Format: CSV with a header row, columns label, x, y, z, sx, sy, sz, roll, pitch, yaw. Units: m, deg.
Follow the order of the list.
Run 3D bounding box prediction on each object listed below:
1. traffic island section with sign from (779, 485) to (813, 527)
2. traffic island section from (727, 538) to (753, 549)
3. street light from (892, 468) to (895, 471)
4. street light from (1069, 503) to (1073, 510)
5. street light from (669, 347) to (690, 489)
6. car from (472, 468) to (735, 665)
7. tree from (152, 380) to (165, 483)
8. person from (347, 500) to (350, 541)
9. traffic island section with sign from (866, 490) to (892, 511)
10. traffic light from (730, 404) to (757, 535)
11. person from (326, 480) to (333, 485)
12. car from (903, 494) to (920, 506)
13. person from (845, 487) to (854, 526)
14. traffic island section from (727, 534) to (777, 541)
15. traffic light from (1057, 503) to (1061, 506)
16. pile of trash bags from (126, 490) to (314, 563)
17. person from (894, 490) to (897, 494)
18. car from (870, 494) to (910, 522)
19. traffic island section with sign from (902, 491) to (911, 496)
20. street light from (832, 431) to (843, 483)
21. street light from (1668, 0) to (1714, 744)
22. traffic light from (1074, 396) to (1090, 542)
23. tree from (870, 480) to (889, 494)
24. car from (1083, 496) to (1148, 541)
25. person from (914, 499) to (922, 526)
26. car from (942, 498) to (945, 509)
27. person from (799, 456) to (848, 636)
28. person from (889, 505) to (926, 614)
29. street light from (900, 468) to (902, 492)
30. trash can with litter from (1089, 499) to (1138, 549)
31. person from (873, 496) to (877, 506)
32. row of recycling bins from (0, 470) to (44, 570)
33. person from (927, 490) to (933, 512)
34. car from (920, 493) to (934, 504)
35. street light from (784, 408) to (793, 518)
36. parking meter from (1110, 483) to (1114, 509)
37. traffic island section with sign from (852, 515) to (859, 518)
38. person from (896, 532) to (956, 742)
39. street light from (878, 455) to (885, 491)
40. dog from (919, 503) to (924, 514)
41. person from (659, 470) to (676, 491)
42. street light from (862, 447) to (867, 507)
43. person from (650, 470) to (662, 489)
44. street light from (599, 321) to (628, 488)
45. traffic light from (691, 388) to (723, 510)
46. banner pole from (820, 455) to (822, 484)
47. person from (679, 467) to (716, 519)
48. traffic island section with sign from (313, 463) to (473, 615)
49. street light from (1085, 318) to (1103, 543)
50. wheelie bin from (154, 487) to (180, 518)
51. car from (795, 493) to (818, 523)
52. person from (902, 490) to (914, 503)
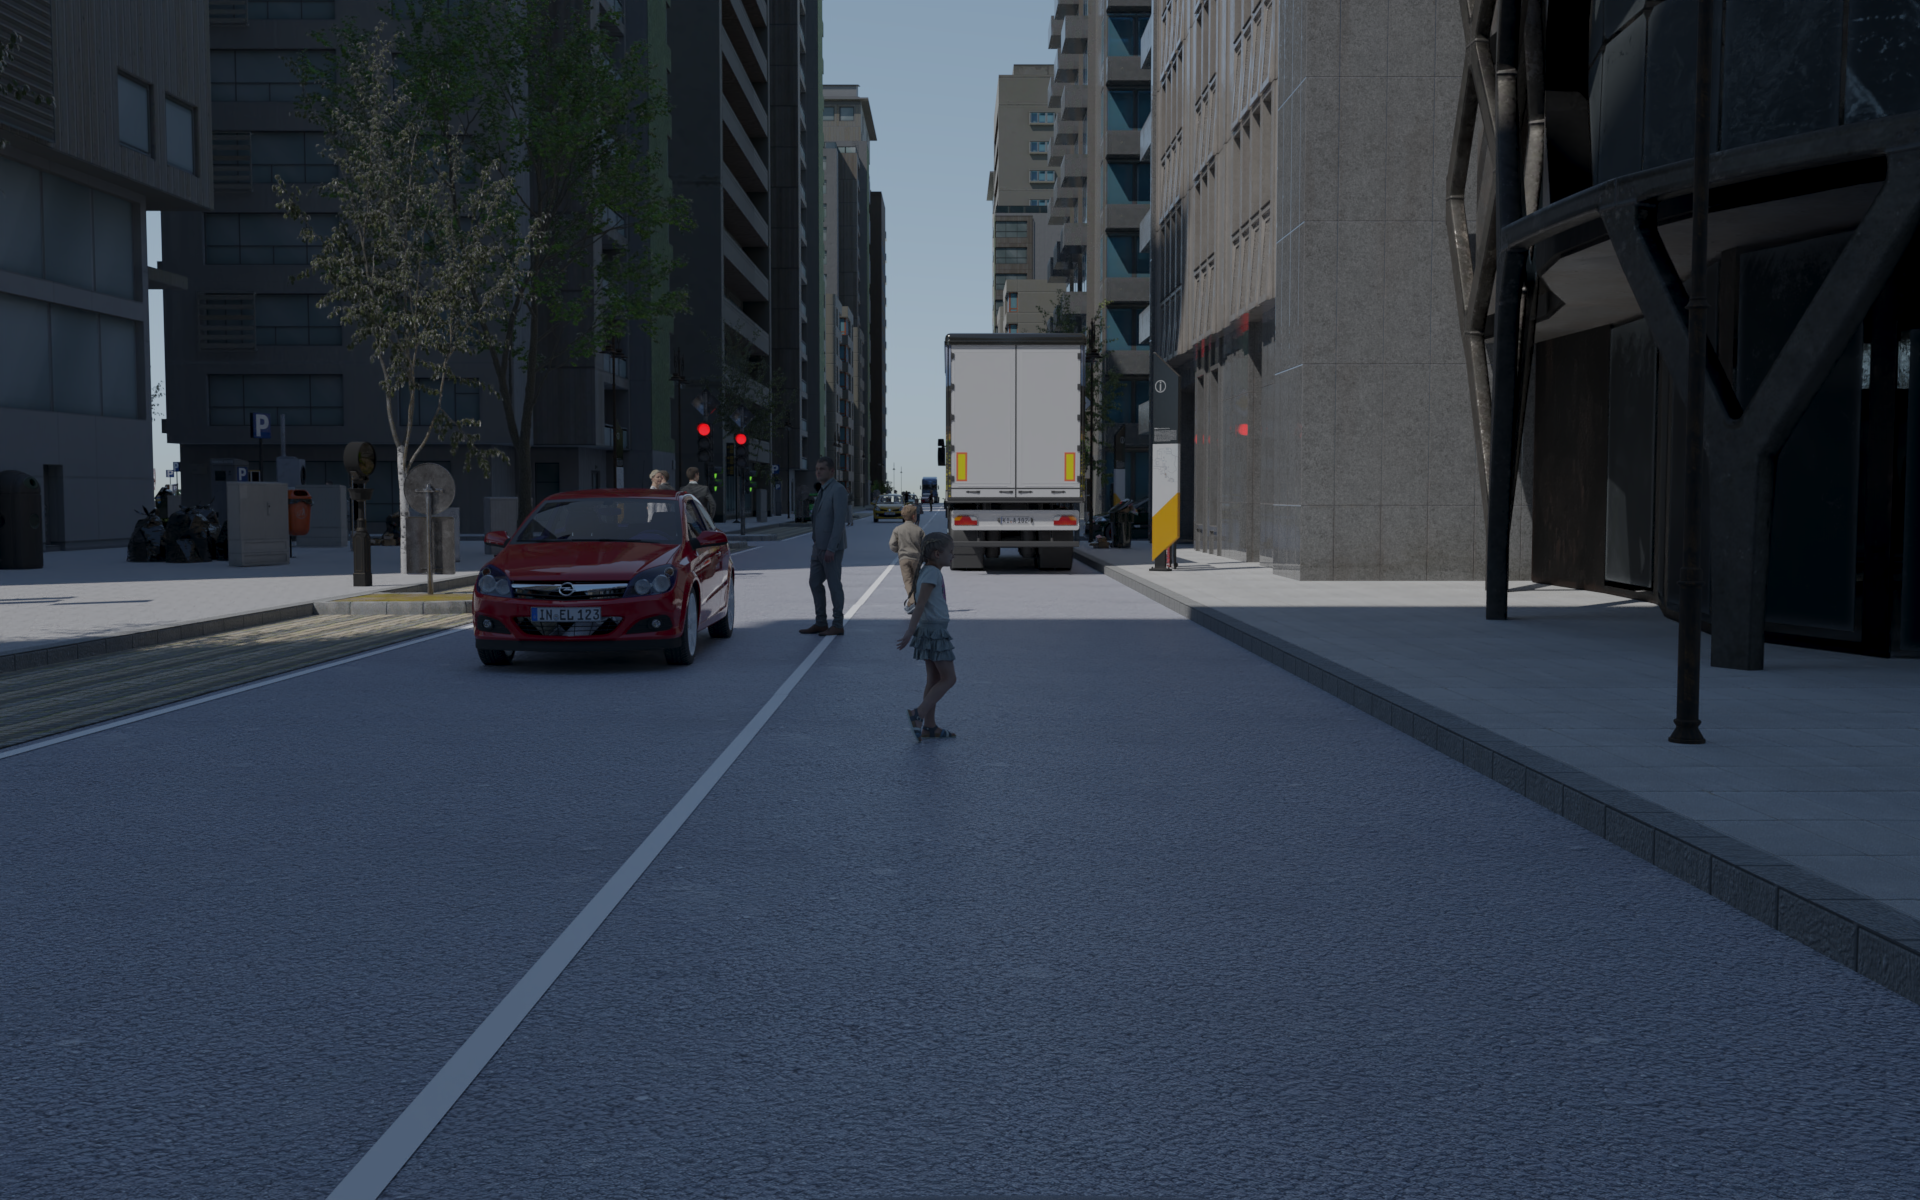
label,x,y,z,sx,sy,sz,roll,pitch,yaw
traffic island section with sign,-6.894,-4.131,76.170,1.989,1.847,2.006,0,4,0
traffic island section,-6.759,-1.455,46.063,2.009,0.180,2.903,0,4,0
street light,-9.558,-17.013,250.949,0.468,5.910,1.993,0,4,0
street light,3.566,-5.063,55.569,0.468,5.910,1.993,0,4,0
street light,-8.829,-5.002,54.570,0.468,5.910,1.993,0,4,0
car,-3.145,-0.416,15.845,2.155,1.783,4.494,0,4,-1
tree,-33.230,-7.167,67.542,4.737,8.622,4.395,0,3,0
person,-17.476,-2.326,49.127,0.523,1.515,0.503,-2,4,-24
traffic island section with sign,-7.213,-8.749,151.673,1.989,1.847,2.006,0,4,0
traffic light,-6.753,-3.975,53.914,0.839,4.253,0.868,0,4,0
person,-18.723,-2.648,51.659,0.638,1.841,0.748,-3,4,-37
car,-4.526,-8.895,155.215,2.009,1.686,4.222,0,4,1
person,-5.031,-4.214,77.952,0.362,1.759,0.519,-3,5,-44
traffic island section,-6.793,-1.943,54.048,2.009,0.180,2.903,0,4,0
traffic light,3.058,-3.979,53.971,0.839,4.253,0.868,0,4,0
pile of trash bags,-14.190,-1.461,33.640,1.912,1.369,3.447,3,4,39
person,-3.966,-5.933,106.506,0.522,1.701,0.512,-1,4,-19
car,-3.568,-4.798,88.678,2.015,1.641,3.980,0,4,-1
traffic island section with sign,-7.691,-15.573,263.250,1.989,1.847,2.006,0,4,0
street light,-9.123,-9.659,130.705,0.468,5.910,1.993,0,4,0
street light,3.761,-2.201,8.781,0.468,5.910,1.993,0,4,0
traffic light,3.092,-3.490,45.986,0.839,4.253,0.868,0,4,0
tree,-10.100,-13.326,212.476,1.663,3.219,1.824,0,3,0
car,5.681,-2.470,50.172,4.222,1.686,2.009,0,4,-1
person,-1.719,-3.505,70.491,0.332,1.250,0.352,1,4,12
car,-0.689,-9.519,165.423,2.009,1.686,4.222,0,3,0
person,-1.334,-0.548,17.565,0.391,1.810,0.635,-2,4,-32
person,-0.619,-0.488,20.747,0.475,1.303,0.640,-1,4,-21
street light,-9.745,-19.251,287.538,0.468,5.910,1.993,0,4,0
trash can with litter,3.620,-1.801,40.836,1.055,1.170,0.624,-1,4,-22
person,-5.073,-5.610,104.504,0.425,1.301,0.394,-2,4,-33
row of recycling bins,-16.916,-1.306,28.474,1.069,1.692,3.534,2,4,29
person,-2.463,-8.145,142.189,0.721,1.766,1.217,1,4,17
car,-4.603,-14.315,243.087,2.155,1.783,4.494,0,4,0
street light,-9.006,-7.223,90.881,0.468,5.910,1.993,0,4,0
parking meter,7.087,-4.504,79.357,0.399,1.863,0.255,-1,4,-18
traffic island section with sign,-7.008,-5.780,103.125,1.989,1.847,2.006,0,4,0
person,-0.217,0.205,10.163,0.382,1.210,0.505,-1,4,-11
street light,-9.530,-14.792,214.637,0.468,5.910,1.993,0,4,0
dog,-2.656,-6.523,123.479,0.800,0.831,0.513,-3,5,-40
person,-5.299,-1.359,30.518,0.447,1.846,0.655,1,4,20
street light,-9.273,-11.879,167.017,0.468,5.910,1.993,0,4,0
person,-5.180,-1.281,29.320,0.818,1.842,0.514,-1,4,-20
street light,-8.814,-4.366,44.177,0.468,5.910,1.993,0,4,0
traffic light,-6.719,-3.487,45.929,0.839,4.253,0.868,0,4,0
banner pole,-8.746,-7.361,110.369,0.401,3.779,0.863,1,4,18
person,-4.601,-1.378,30.389,0.648,1.900,0.474,-1,4,-14
traffic island section with sign,-6.658,-0.779,21.363,1.989,1.847,2.006,0,4,0
street light,3.465,-4.455,45.624,0.468,5.910,1.993,0,4,0
wheelie bin,-34.902,-4.166,76.030,0.693,1.594,0.980,0,4,-7
car,-6.600,-4.367,80.194,1.959,1.807,4.718,0,4,1
person,-4.338,-8.009,140.271,1.217,1.723,0.721,0,4,-6
